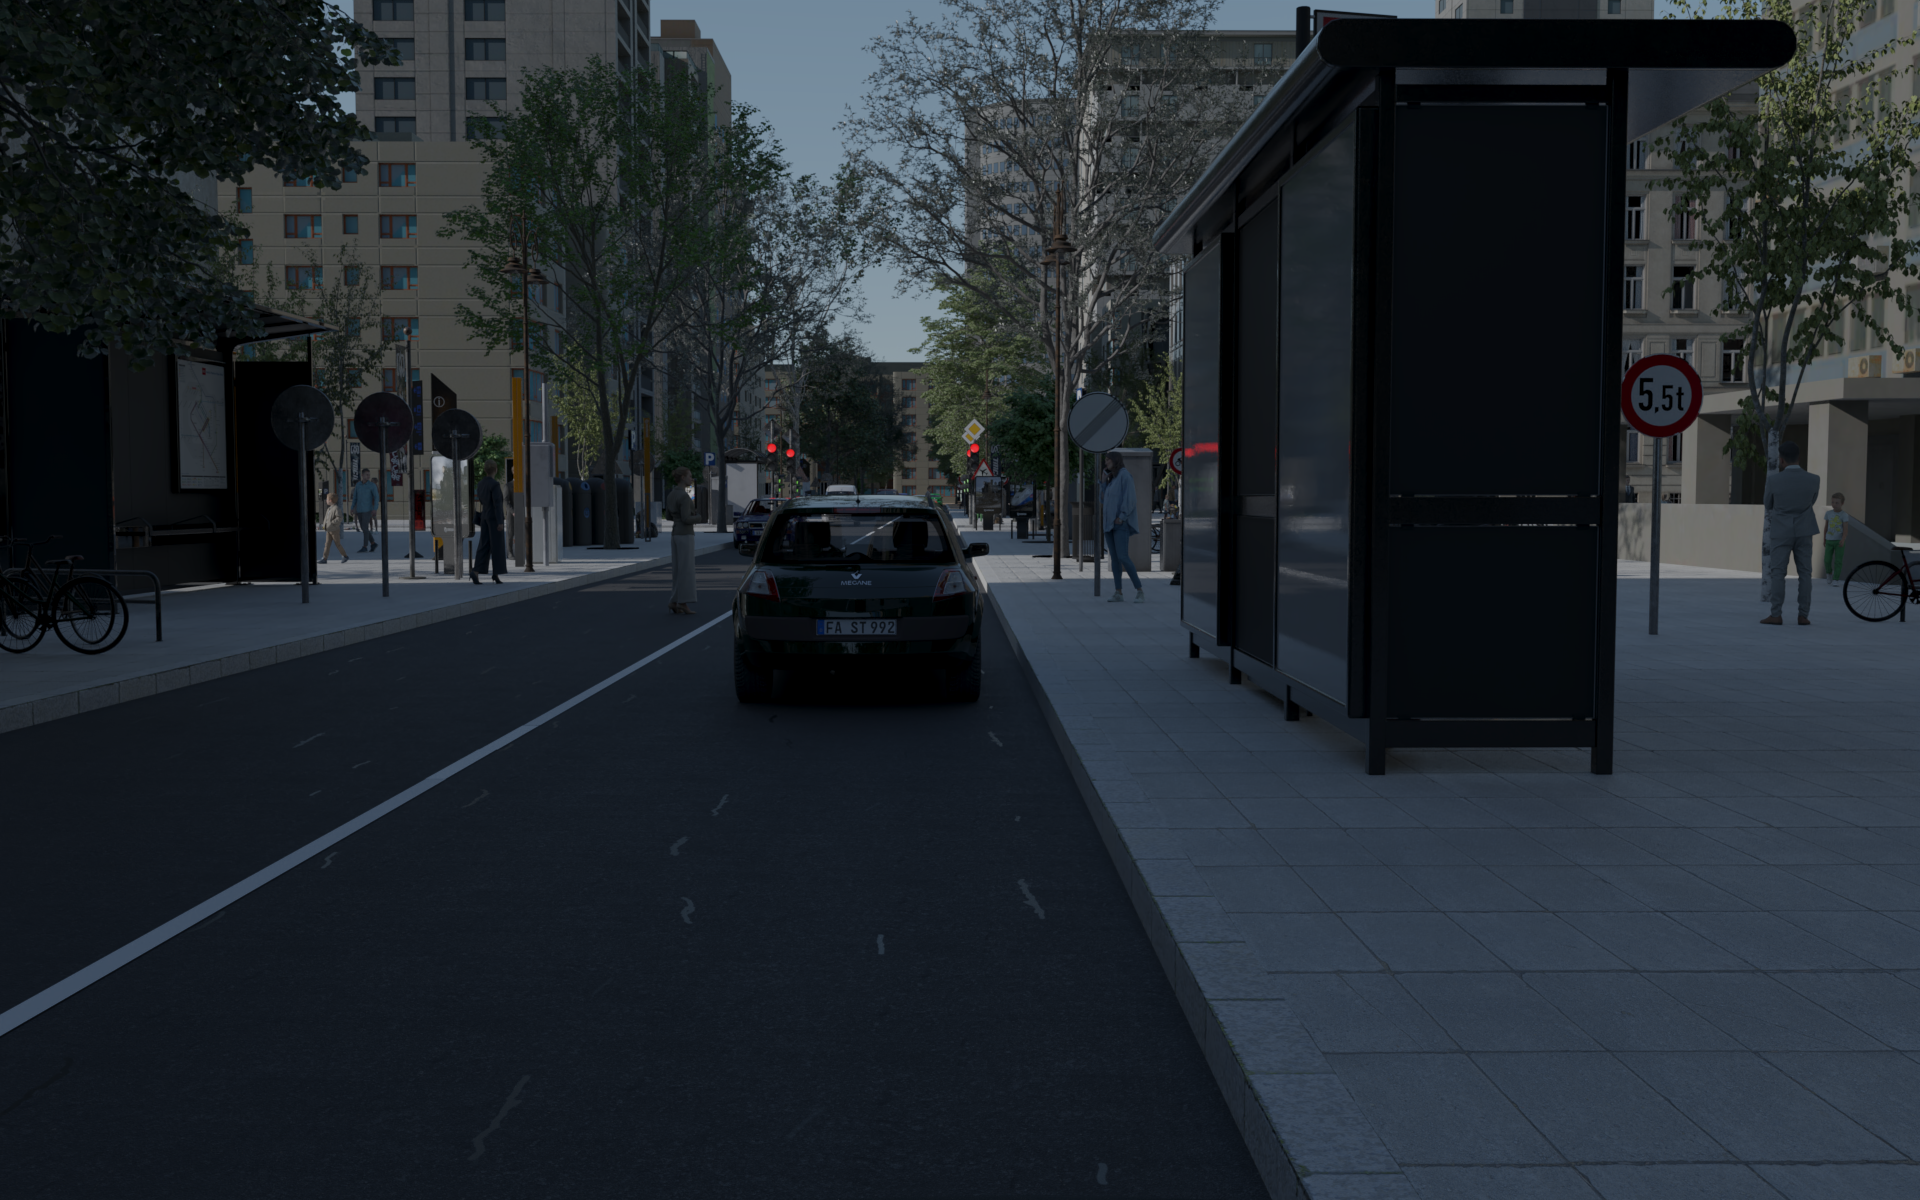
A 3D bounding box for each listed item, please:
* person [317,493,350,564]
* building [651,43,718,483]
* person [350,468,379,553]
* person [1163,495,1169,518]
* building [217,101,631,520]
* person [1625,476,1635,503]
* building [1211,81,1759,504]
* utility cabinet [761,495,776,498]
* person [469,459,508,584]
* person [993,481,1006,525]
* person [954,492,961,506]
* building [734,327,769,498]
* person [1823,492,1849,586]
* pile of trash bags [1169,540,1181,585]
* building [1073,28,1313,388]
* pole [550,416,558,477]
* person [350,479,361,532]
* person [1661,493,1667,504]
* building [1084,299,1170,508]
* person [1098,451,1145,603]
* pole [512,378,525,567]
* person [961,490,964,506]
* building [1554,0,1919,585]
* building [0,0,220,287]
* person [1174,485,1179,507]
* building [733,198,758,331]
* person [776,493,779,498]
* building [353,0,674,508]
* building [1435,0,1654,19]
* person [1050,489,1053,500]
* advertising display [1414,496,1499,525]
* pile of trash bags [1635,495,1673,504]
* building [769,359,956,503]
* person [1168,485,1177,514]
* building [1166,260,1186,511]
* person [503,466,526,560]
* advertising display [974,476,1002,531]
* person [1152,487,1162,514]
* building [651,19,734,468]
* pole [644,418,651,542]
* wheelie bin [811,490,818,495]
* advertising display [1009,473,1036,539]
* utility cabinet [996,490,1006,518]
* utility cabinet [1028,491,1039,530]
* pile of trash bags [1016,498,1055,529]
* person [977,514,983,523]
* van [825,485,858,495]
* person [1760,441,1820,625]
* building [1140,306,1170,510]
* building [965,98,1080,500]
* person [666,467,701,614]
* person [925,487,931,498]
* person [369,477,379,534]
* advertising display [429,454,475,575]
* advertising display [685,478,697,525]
[{"bbox_3d":[-11.536,-1.321,31.910,0.475,1.303,0.640,2,4,30],"label":"person"},{"bbox_3d":[-29.540,-28.760,153.819,14.154,41.232,14.086,0,4,-1],"label":"building"},{"bbox_3d":[-12.992,-1.965,38.030,0.638,1.841,0.748,2,4,28],"label":"person"},{"bbox_3d":[9.816,-4.380,82.342,0.332,1.250,0.352,-2,4,-35],"label":"person"},{"bbox_3d":[-35.230,-15.567,99.562,27.650,21.520,28.899,0,4,-1],"label":"building"},{"bbox_3d":[20.791,-2.940,53.897,0.659,1.850,0.755,0,4,-1],"label":"person"},{"bbox_3d":[29.829,-15.952,94.100,30.059,22.955,16.112,0,4,-1],"label":"building"},{"bbox_3d":[-10.252,-4.975,92.502,0.306,1.237,1.020,2,4,27],"label":"utility cabinet"},{"bbox_3d":[-6.679,-1.110,24.613,0.576,1.772,0.534,1,4,16],"label":"person"},{"bbox_3d":[1.614,-4.109,73.035,0.655,1.846,0.447,1,4,9],"label":"person"},{"bbox_3d":[-0.123,-11.211,190.130,1.217,1.735,0.721,-2,4,-26],"label":"person"},{"bbox_3d":[-37.791,-21.431,195.442,28.899,21.520,27.650,0,4,-1],"label":"building"},{"bbox_3d":[12.238,-0.852,24.214,0.306,1.304,0.590,2,4,24],"label":"person"},{"bbox_3d":[4.468,-0.856,23.741,1.912,1.369,3.447,-2,4,-33],"label":"pile of trash bags"},{"bbox_3d":[27.878,-37.083,195.552,28.713,52.752,27.495,0,4,-1],"label":"building"},{"bbox_3d":[-10.597,-3.147,45.293,0.158,3.312,0.155,0,3,0],"label":"pole"},{"bbox_3d":[-20.369,-3.203,58.749,0.599,1.781,0.374,2,4,26],"label":"person"},{"bbox_3d":[23.250,-2.877,57.361,0.425,1.301,0.394,3,4,38],"label":"person"},{"bbox_3d":[27.026,-19.774,168.350,27.650,21.520,28.899,0,4,-1],"label":"building"},{"bbox_3d":[1.927,-0.874,20.593,0.793,1.790,0.793,2,4,33],"label":"person"},{"bbox_3d":[-7.756,-2.239,30.445,0.158,3.312,0.155,0,3,0],"label":"pole"},{"bbox_3d":[0.281,-10.759,182.877,0.530,1.710,0.541,1,4,17],"label":"person"},{"bbox_3d":[29.125,-20.696,30.268,32.217,40.220,23.993,0,4,-1],"label":"building"},{"bbox_3d":[-38.369,-14.411,40.135,34.151,26.468,19.350,0,4,-1],"label":"building"},{"bbox_3d":[14.009,-6.481,111.854,0.795,1.843,0.661,-1,4,-16],"label":"person"},{"bbox_3d":[-45.119,-38.947,256.392,30.456,49.044,23.786,0,4,-1],"label":"building"},{"bbox_3d":[-17.733,-9.863,167.327,0.705,1.821,1.348,1,4,13],"label":"person"},{"bbox_3d":[-32.127,-42.356,130.776,20.563,71.187,20.611,0,4,-1],"label":"building"},{"bbox_3d":[64.836,-46.503,198.578,20.611,71.187,20.563,0,4,-1],"label":"building"},{"bbox_3d":[8.979,-10.128,171.645,0.705,1.823,1.348,-1,4,-17],"label":"person"},{"bbox_3d":[5.353,-0.831,18.806,0.974,1.923,0.123,3,4,36],"label":"advertising display"},{"bbox_3d":[26.166,-3.325,64.113,3.447,1.369,1.912,3,5,41],"label":"pile of trash bags"},{"bbox_3d":[-15.061,-25.296,258.624,28.899,21.520,27.650,0,4,-1],"label":"building"},{"bbox_3d":[12.416,-5.838,101.402,0.656,1.842,0.836,2,4,28],"label":"person"},{"bbox_3d":[19.711,-16.304,115.716,9.793,20.994,18.267,0,4,-1],"label":"building"},{"bbox_3d":[-8.528,-1.699,33.595,0.755,1.850,0.659,3,5,43],"label":"person"},{"bbox_3d":[0.992,-3.412,60.997,0.974,1.923,0.123,-1,4,-11],"label":"advertising display"},{"bbox_3d":[12.859,-6.560,113.691,0.834,1.777,0.661,1,4,11],"label":"person"},{"bbox_3d":[-29.811,-31.692,168.268,14.600,45.320,14.200,0,4,-1],"label":"building"},{"bbox_3d":[-8.395,-3.219,46.480,0.158,3.312,0.155,0,3,0],"label":"pole"},{"bbox_3d":[-11.264,-7.590,132.011,0.980,1.594,0.693,-3,5,-41],"label":"wheelie bin"},{"bbox_3d":[1.784,-2.696,49.292,0.123,1.923,0.974,-3,5,-44],"label":"advertising display"},{"bbox_3d":[1.990,-5.124,92.451,0.318,1.500,1.173,3,5,40],"label":"utility cabinet"},{"bbox_3d":[2.561,-3.216,61.254,0.318,1.500,1.173,0,4,-3],"label":"utility cabinet"},{"bbox_3d":[3.884,-3.322,64.074,3.447,1.369,1.912,-2,4,-27],"label":"pile of trash bags"},{"bbox_3d":[0.870,-4.020,76.020,0.306,1.304,0.590,-1,4,-17],"label":"person"},{"bbox_3d":[-5.294,-4.299,77.294,2.013,2.044,4.112,0,4,-2],"label":"van"},{"bbox_3d":[8.179,-0.664,17.086,0.511,1.800,0.466,0,4,-2],"label":"person"},{"bbox_3d":[22.822,-16.603,138.911,16.820,18.784,16.811,0,4,-1],"label":"building"},{"bbox_3d":[14.896,-43.575,254.443,28.212,58.520,21.231,0,4,-1],"label":"building"},{"bbox_3d":[-3.273,-0.711,20.668,0.362,1.759,0.519,-2,4,-34],"label":"person"},{"bbox_3d":[-1.662,-5.118,92.296,0.853,1.813,0.709,1,4,9],"label":"person"},{"bbox_3d":[-18.843,-3.018,55.359,0.580,1.828,0.573,-1,4,-12],"label":"person"},{"bbox_3d":[-8.110,-1.374,27.674,0.974,1.923,0.123,3,4,36],"label":"advertising display"},{"bbox_3d":[-11.170,-4.080,71.926,0.123,1.923,0.974,-2,4,-32],"label":"advertising display"}]
